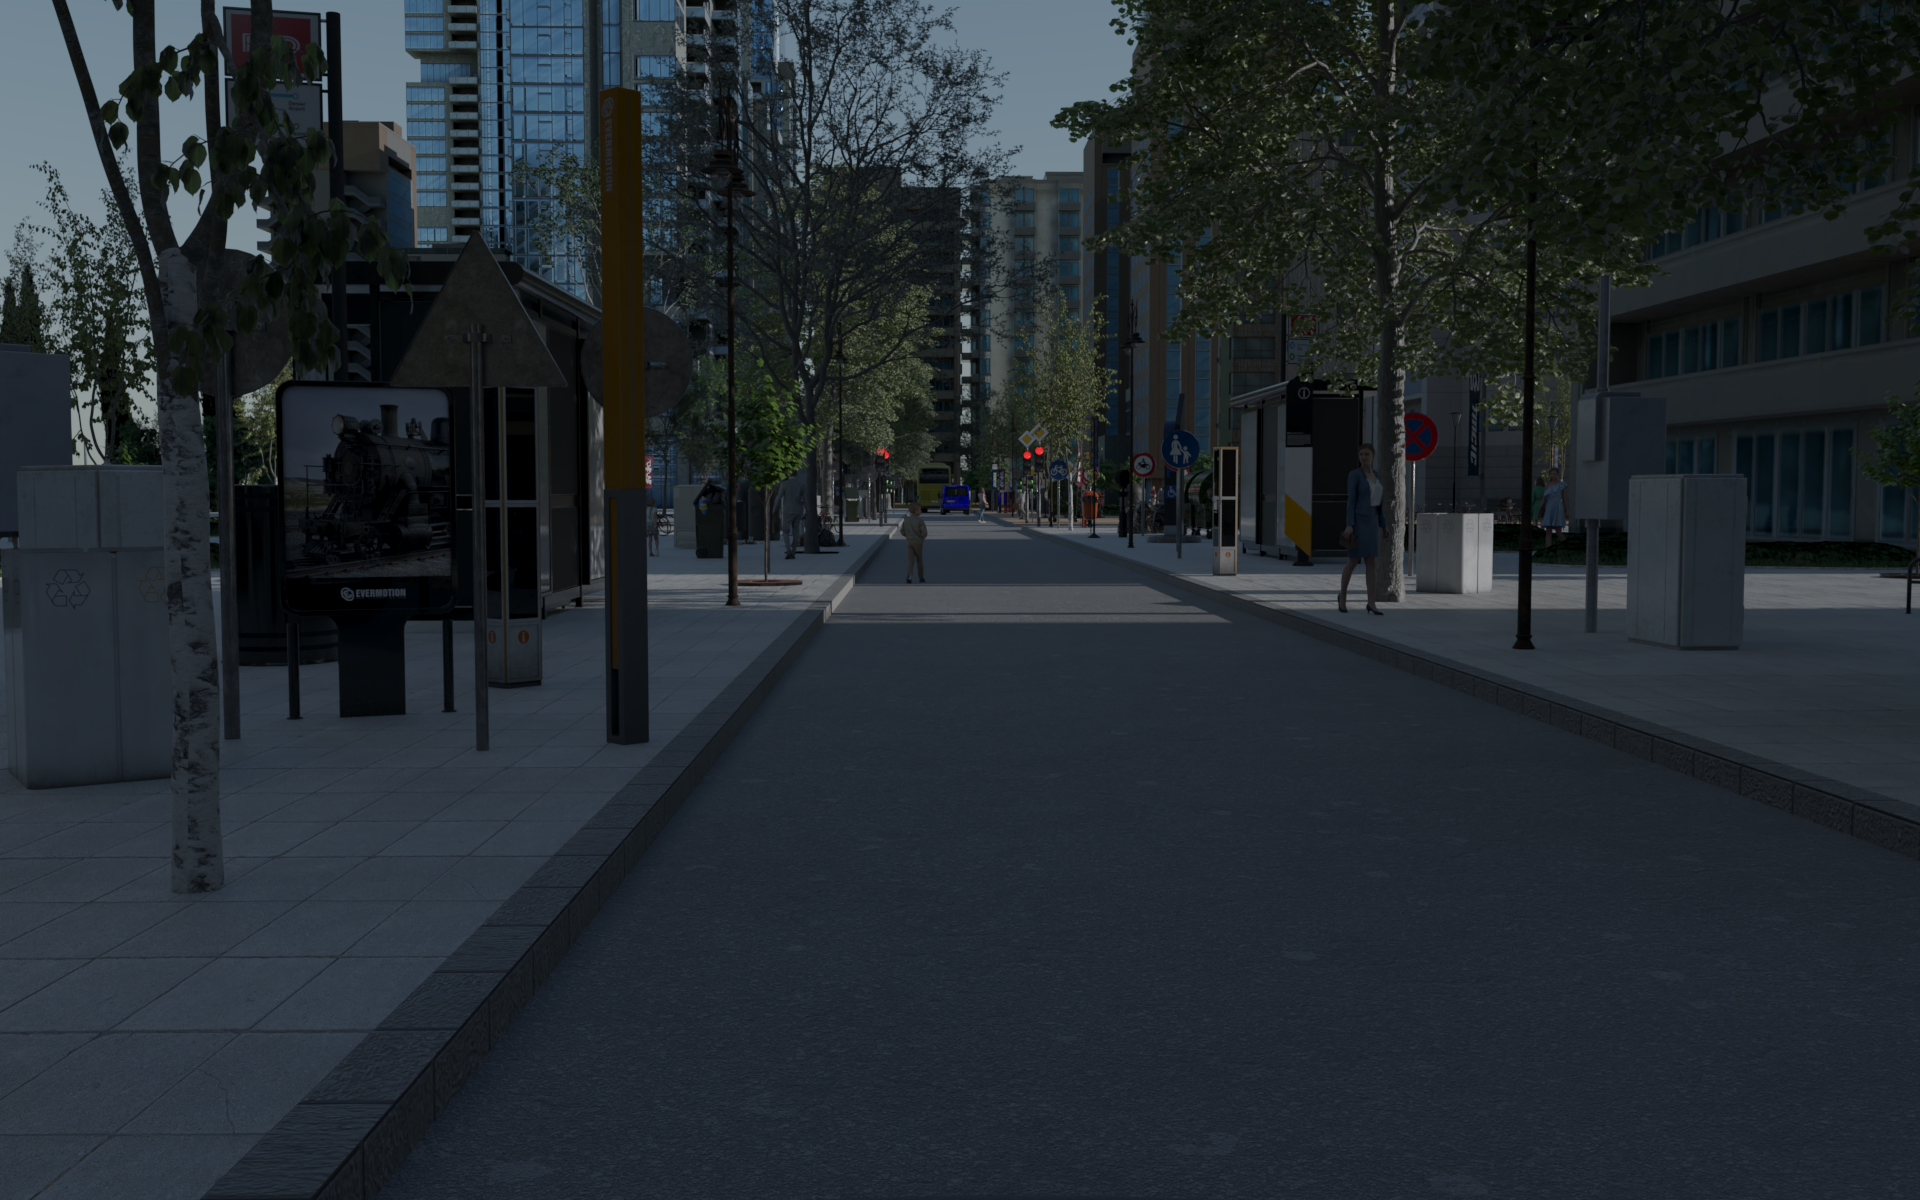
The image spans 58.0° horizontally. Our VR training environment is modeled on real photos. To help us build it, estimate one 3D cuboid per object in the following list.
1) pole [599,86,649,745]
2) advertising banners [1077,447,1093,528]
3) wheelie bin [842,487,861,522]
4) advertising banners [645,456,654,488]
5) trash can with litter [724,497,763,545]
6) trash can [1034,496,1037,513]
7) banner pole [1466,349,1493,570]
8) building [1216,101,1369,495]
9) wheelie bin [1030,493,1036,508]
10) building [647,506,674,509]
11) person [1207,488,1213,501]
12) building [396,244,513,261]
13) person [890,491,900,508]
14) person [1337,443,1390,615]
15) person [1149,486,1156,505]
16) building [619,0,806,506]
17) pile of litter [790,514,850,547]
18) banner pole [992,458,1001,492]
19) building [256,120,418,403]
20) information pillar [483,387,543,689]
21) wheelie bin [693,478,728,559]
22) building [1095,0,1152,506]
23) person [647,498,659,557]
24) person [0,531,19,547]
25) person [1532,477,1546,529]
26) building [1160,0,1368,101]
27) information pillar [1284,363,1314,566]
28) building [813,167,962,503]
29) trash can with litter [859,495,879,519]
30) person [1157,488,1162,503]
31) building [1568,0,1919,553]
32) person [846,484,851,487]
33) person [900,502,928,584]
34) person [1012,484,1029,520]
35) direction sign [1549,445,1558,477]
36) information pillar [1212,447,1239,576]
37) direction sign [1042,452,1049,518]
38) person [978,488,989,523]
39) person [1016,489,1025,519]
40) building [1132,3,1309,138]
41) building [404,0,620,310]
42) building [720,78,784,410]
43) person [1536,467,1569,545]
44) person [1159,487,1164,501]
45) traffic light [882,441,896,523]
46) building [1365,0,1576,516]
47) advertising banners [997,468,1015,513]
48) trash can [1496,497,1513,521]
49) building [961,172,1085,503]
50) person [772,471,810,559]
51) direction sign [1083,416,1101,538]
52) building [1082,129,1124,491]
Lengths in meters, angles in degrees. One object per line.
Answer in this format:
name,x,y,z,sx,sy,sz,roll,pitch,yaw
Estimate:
pole,-1.716,-0.918,8.849,0.158,3.312,0.155,0,3,0
advertising banners,4.734,-4.254,65.748,0.090,3.025,2.074,1,4,21
wheelie bin,-5.016,-4.360,79.188,0.980,1.594,0.693,-1,4,-17
advertising banners,-14.874,-5.077,79.200,2.074,3.025,0.090,-3,5,-42
trash can with litter,-6.094,-2.025,44.173,2.233,1.210,1.678,-1,4,-11
trash can,5.439,-6.524,118.325,0.748,1.137,0.748,0,3,0
banner pole,8.734,-2.399,29.234,0.401,3.779,0.863,3,5,39
building,26.418,-21.990,131.245,14.160,30.474,14.107,0,4,-1
wheelie bin,6.041,-8.047,139.479,0.693,1.594,0.980,0,4,-4
building,-31.165,-52.082,164.206,22.319,86.520,31.000,0,4,-1
person,4.815,-1.587,32.178,0.466,1.800,0.511,0,4,-1
building,-58.643,-26.446,204.088,14.107,30.474,14.160,0,4,-1
person,-6.033,-9.263,157.512,1.348,1.821,0.705,3,5,41
person,4.313,-0.763,18.546,0.581,1.822,0.654,-1,4,-15
person,13.277,-6.929,119.307,0.573,1.828,0.580,-1,4,-16
building,-37.000,-57.749,256.860,31.000,86.520,22.319,0,4,-1
pile of litter,-3.580,-1.744,42.472,1.719,0.858,1.176,2,4,25
banner pole,2.580,-8.028,121.282,0.863,3.779,0.401,-2,4,-29
building,-72.971,-33.896,204.307,14.200,45.320,14.600,0,4,-1
information pillar,-3.004,-0.431,11.532,0.304,2.012,0.304,3,5,40
wheelie bin,-5.000,-1.640,34.727,0.693,1.594,0.980,0,4,-7
building,27.019,-53.147,181.625,22.319,86.520,31.000,0,4,-1
person,-6.382,-1.496,35.511,0.505,1.210,0.382,1,4,12
person,-19.402,-1.744,34.779,1.509,1.804,0.699,1,4,20
person,17.264,-2.772,51.618,0.600,1.795,0.529,0,4,0
building,46.131,-57.869,258.835,31.000,86.520,22.319,0,4,-1
information pillar,6.037,-2.411,30.783,0.504,3.616,0.183,2,4,24
building,-10.612,-38.844,258.806,21.600,48.544,21.300,0,4,-1
trash can with litter,-4.911,-4.721,88.240,1.678,1.210,2.233,-1,4,-10
person,16.826,-8.543,145.905,0.709,1.800,0.728,3,4,38
building,28.055,-25.292,37.234,21.300,48.544,21.600,0,4,-1
person,-5.400,-4.800,84.709,0.526,1.800,0.537,0,4,-6
person,-0.740,-0.921,27.825,0.475,1.303,0.640,1,4,12
person,3.082,-4.946,87.031,0.853,1.813,0.709,1,4,15
direction sign,27.423,-5.386,80.056,0.379,3.537,0.876,3,5,41
information pillar,4.160,-1.388,27.181,0.304,2.012,0.304,-1,4,-13
direction sign,4.557,-6.141,92.399,0.379,3.537,0.876,1,4,22
person,1.078,-4.715,86.179,0.643,1.750,0.593,-2,4,-34
person,3.129,-5.006,88.079,0.709,1.800,0.728,-1,4,-21
building,23.544,-31.201,160.249,14.600,45.320,14.200,0,4,-1
building,-68.407,-57.756,256.976,31.000,86.520,22.319,0,4,-1
building,-35.997,-35.459,199.360,30.456,49.044,23.786,0,4,-1
person,11.721,-1.717,34.203,0.778,1.811,0.616,-3,5,-40
person,15.486,-7.682,131.748,0.694,1.812,0.767,2,4,34
traffic light,-3.244,-5.318,75.863,0.839,4.253,0.868,0,4,-1
building,40.059,-34.156,100.451,28.212,58.520,21.231,0,4,-1
advertising banners,3.576,-7.525,119.228,2.074,3.025,0.090,1,4,22
trash can,24.742,-4.104,78.756,0.748,1.137,0.748,0,3,0
building,15.401,-39.155,259.796,30.456,49.044,23.786,0,4,-1
person,-3.347,-1.719,34.274,0.709,1.813,0.853,-1,4,-21
direction sign,3.913,-3.575,50.441,0.379,3.537,0.876,-1,4,-8
building,22.128,-34.006,206.104,14.600,45.320,14.200,0,4,-1
